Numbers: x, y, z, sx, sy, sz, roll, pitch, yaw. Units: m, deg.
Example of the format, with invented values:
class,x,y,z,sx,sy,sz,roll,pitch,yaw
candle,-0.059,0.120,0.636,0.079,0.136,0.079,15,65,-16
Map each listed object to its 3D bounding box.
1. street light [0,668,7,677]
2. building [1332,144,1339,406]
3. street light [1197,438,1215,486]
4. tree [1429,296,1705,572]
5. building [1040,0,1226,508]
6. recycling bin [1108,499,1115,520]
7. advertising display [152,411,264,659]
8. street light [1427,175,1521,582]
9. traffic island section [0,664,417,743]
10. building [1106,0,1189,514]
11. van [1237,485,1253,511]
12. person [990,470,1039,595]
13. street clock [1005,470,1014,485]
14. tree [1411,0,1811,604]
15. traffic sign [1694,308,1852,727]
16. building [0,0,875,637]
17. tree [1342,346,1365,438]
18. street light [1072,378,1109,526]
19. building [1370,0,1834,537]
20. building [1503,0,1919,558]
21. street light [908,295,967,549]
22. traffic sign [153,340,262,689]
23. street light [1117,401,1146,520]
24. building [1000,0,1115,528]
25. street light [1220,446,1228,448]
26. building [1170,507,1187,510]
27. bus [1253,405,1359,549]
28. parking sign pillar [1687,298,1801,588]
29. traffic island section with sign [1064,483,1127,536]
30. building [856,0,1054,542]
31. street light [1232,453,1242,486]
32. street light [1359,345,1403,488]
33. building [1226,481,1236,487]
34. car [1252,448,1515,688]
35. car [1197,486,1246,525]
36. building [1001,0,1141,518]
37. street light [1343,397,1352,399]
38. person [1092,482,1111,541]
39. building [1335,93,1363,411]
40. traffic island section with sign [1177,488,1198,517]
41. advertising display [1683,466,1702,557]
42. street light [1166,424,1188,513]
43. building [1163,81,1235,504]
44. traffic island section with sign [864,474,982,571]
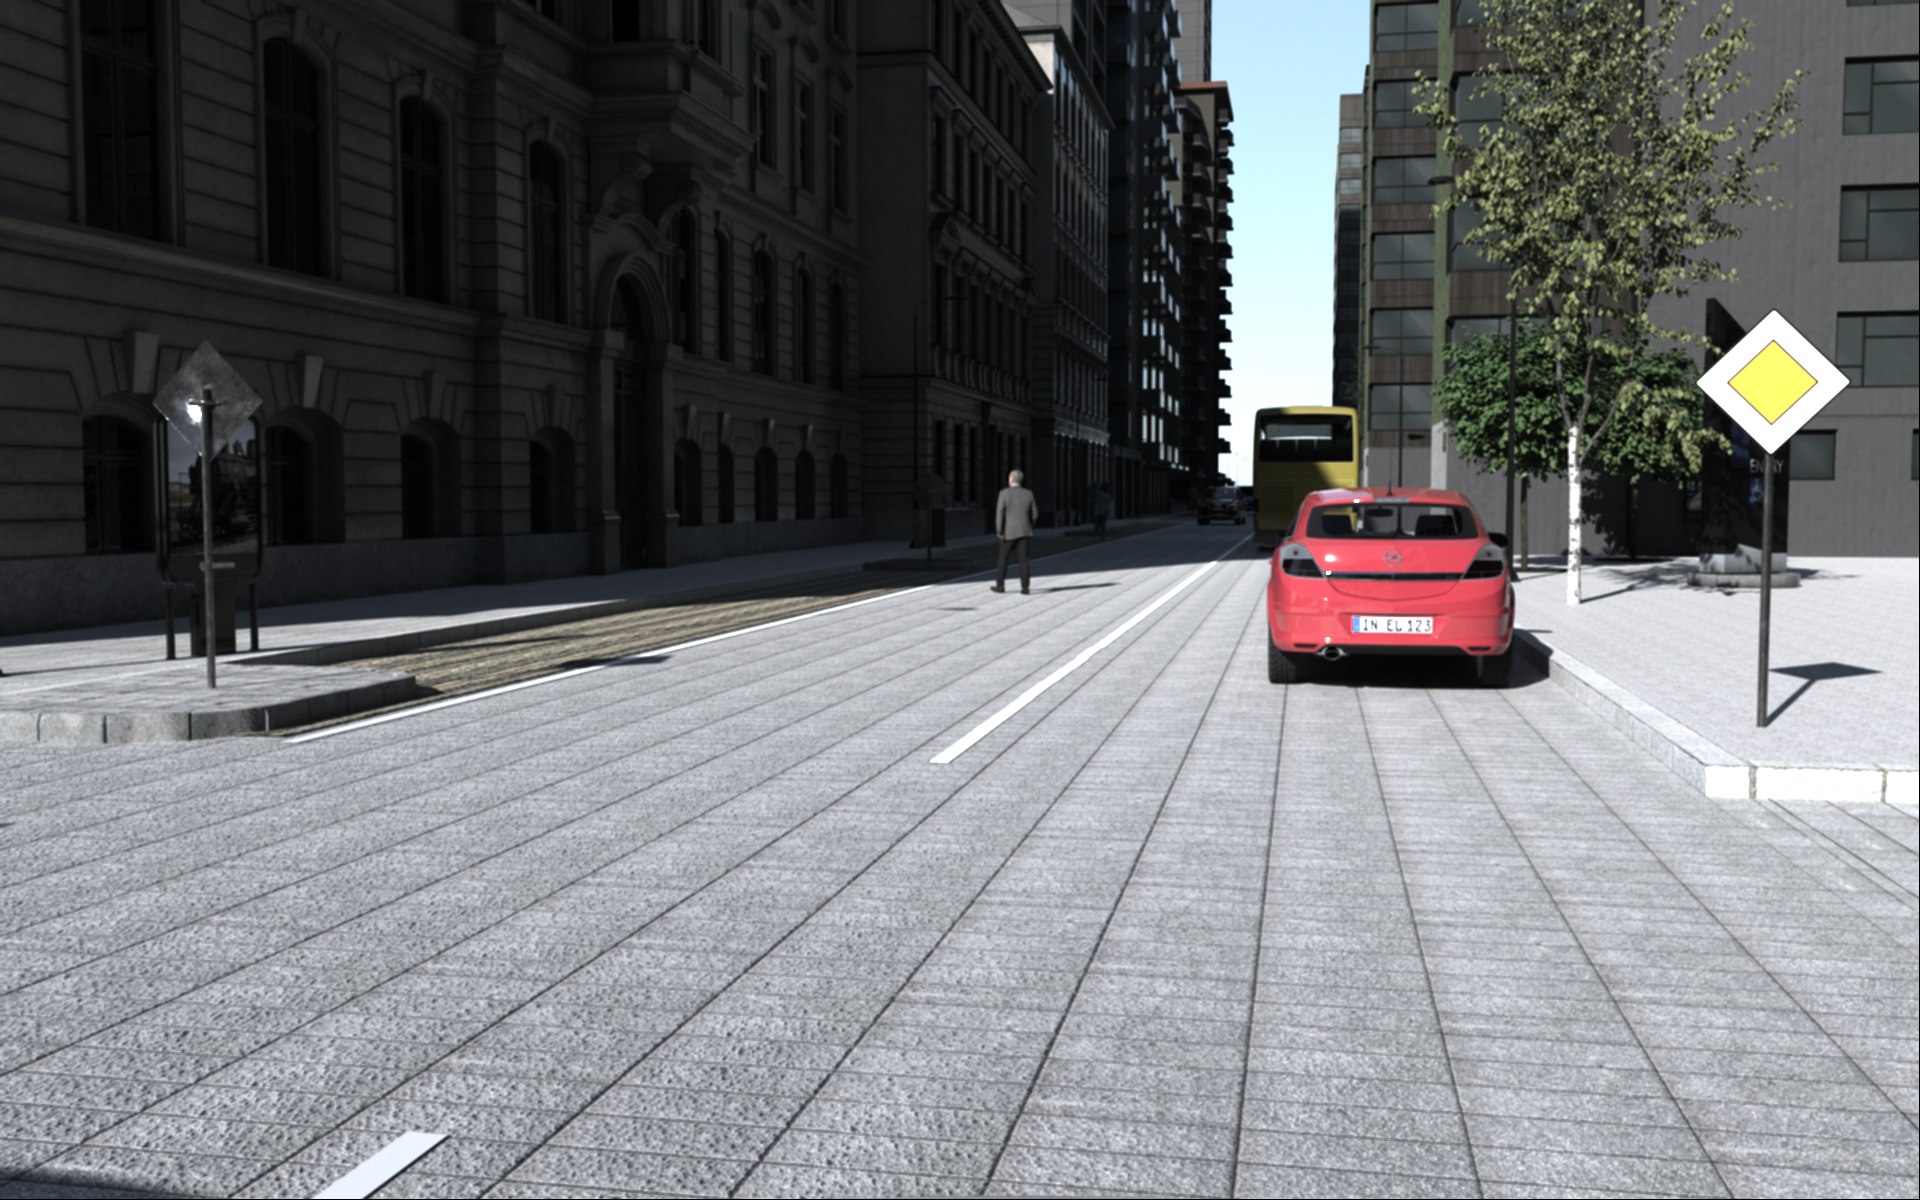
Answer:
class,x,y,z,sx,sy,sz,roll,pitch,yaw
street light,-6.345,-2.404,11.848,1.470,5.913,1.316,1,4,11
building,59.765,-36.848,226.169,21.300,48.544,21.600,1,4,11
street light,20.403,-10.537,144.824,1.470,5.913,1.316,1,4,11
tree,9.542,-2.766,28.946,4.285,4.588,4.351,0,3,0
building,21.510,-46.998,206.665,20.563,71.187,20.611,1,4,11
recycling bin,7.303,-4.485,85.886,0.722,1.027,0.722,0,4,4
advertising display,-5.971,-0.525,13.801,0.123,1.923,0.974,1,4,23
street light,7.506,-3.227,25.300,1.470,5.913,1.316,1,4,11
traffic island section,-4.963,0.663,11.442,2.009,0.180,2.903,1,4,11
building,3.820,-30.757,122.487,23.786,49.044,30.456,1,4,11
van,19.922,-7.028,119.291,2.240,2.365,5.245,1,4,12
person,0.761,-0.984,24.981,0.661,1.777,0.834,-2,4,-28
street clock,1.624,-2.927,52.419,0.471,2.002,0.358,3,5,42
tree,7.155,-4.246,19.786,4.737,8.622,4.395,0,3,0
traffic sign,4.415,-0.357,9.481,0.795,2.450,0.064,1,4,11
building,-10.936,-12.854,29.248,14.460,24.649,34.723,1,4,11
tree,19.760,-7.875,79.119,4.360,8.622,3.978,0,3,0
street light,5.242,-5.925,69.414,1.470,5.913,1.316,1,4,11
building,22.069,-17.833,63.271,14.160,30.474,14.107,1,4,11
building,18.510,-16.477,41.100,14.160,30.474,14.107,1,4,11
street light,-0.516,-4.166,40.653,1.470,5.913,1.316,1,4,11
traffic sign,-4.938,-0.473,11.375,0.795,2.450,0.064,1,4,11
street light,8.596,-6.977,86.608,1.470,5.913,1.316,1,4,11
building,0.710,-13.754,74.023,9.793,20.994,18.267,1,4,11
street light,25.415,-12.016,169.005,1.470,5.913,1.316,1,4,11
building,4.937,-28.046,150.431,32.217,40.220,23.993,1,4,11
bus,9.535,-3.444,47.864,2.896,3.916,12.252,1,4,11
parking sign pillar,10.955,-2.180,24.116,1.447,3.967,1.447,-2,4,-28
traffic island section with sign,4.671,-3.102,59.345,1.989,1.847,2.006,1,4,11
building,-3.621,-11.695,55.833,10.561,19.102,19.286,1,4,11
street light,31.238,-13.811,198.351,1.470,5.913,1.316,1,4,11
street light,13.202,-4.987,54.074,1.470,5.913,1.316,1,4,11
building,20.617,-33.060,232.416,32.217,40.220,23.993,1,4,11
car,3.497,-0.327,14.385,2.155,1.783,4.494,1,4,11
car,12.388,-4.471,81.773,2.281,1.827,5.304,1,4,13
building,-0.331,-40.245,96.265,20.563,71.187,20.611,1,4,11
street light,18.996,-6.745,82.827,1.470,5.913,1.316,1,4,11
person,4.272,-2.668,52.381,0.793,1.790,0.793,2,4,29
building,46.107,-30.309,179.140,14.154,41.232,14.086,1,4,11
traffic island section with sign,14.765,-6.172,109.547,1.989,1.847,2.006,1,4,11
advertising display,15.293,-1.843,35.351,0.974,1.923,0.123,1,4,10
street light,14.463,-8.734,115.346,1.470,5.913,1.316,1,4,11
building,17.329,-32.309,182.879,22.147,44.769,28.867,1,4,11
traffic island section with sign,-0.632,-1.485,32.914,1.989,1.847,2.006,1,4,11
